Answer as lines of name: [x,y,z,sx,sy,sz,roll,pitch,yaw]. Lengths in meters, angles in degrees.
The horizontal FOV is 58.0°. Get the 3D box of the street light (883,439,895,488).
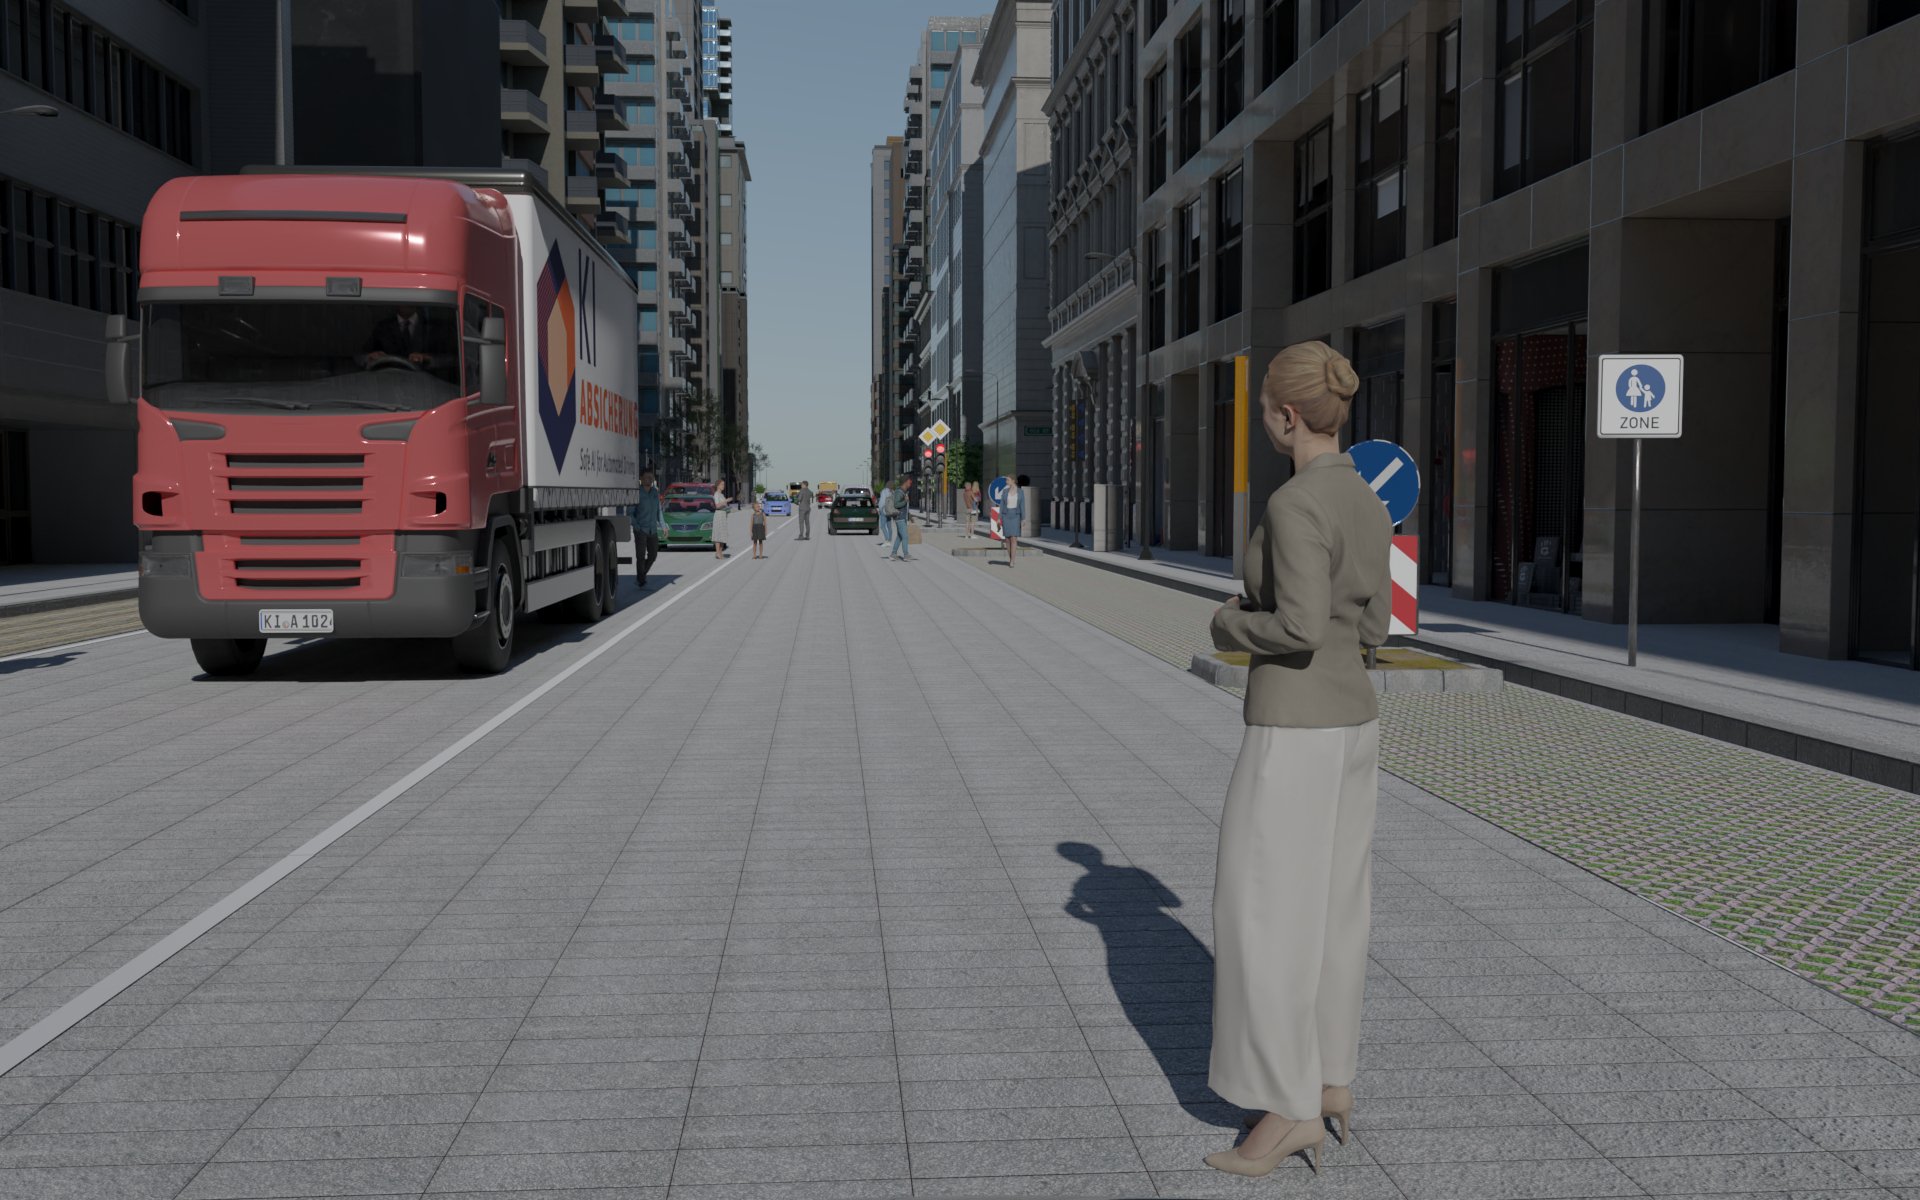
street light: [-5.575,-10.678,147.130,1.470,5.913,1.316,0,4,-4]

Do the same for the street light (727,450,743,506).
street light: [-23.554,-12.696,180.115,1.470,5.913,1.316,0,4,-4]

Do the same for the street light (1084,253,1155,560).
street light: [3.090,-3.731,33.538,1.470,5.913,1.316,0,4,-4]

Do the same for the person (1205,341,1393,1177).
person: [0.726,0.321,3.801,0.362,1.759,0.519,2,4,35]

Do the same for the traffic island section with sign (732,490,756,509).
traffic island section with sign: [-21.424,-9.911,170.673,1.989,1.847,2.006,0,4,-4]

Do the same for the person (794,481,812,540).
person: [-4.889,-2.774,53.656,0.447,1.846,0.655,2,4,35]

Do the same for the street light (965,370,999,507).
street light: [0.865,-5.650,64.924,1.470,5.913,1.316,0,4,-4]

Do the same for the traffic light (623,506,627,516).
traffic light: [-13.890,-5.070,71.814,0.839,4.253,0.868,0,4,-4]

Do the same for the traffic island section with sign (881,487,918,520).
traffic island section with sign: [-3.368,-5.315,95.531,1.989,1.847,2.006,0,4,-4]

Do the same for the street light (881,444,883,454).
street light: [-6.652,-11.519,160.882,1.470,5.913,1.316,0,4,-4]

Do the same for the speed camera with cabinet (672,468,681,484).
speed camera with cabinet: [-21.170,-8.477,132.940,0.660,3.252,2.038,3,5,42]

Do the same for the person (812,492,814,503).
person: [-23.178,-16.154,272.761,0.705,1.807,1.348,1,4,9]

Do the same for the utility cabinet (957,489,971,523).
utility cabinet: [0.223,-4.046,74.830,0.318,1.500,1.173,-1,4,-21]

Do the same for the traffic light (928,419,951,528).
traffic light: [-0.762,-4.642,64.814,0.839,4.253,0.868,0,4,-4]

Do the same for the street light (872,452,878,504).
street light: [-8.923,-13.471,192.789,1.470,5.913,1.316,0,4,-4]

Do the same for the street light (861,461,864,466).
street light: [-12.892,-16.590,243.779,1.470,5.913,1.316,0,4,-4]

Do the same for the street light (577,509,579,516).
street light: [-15.475,-6.113,72.487,1.470,5.913,1.316,0,4,-4]

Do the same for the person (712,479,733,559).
person: [-5.192,-1.774,38.068,0.524,1.755,0.480,1,4,9]

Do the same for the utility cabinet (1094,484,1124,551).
utility cabinet: [3.348,-1.842,38.795,0.318,1.500,1.173,2,4,24]

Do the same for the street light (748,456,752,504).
street light: [-26.051,-14.614,211.480,1.470,5.913,1.316,0,4,-4]

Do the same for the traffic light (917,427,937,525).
traffic light: [-1.366,-5.129,72.776,0.839,4.253,0.868,0,4,-4]

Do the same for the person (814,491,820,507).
person: [-16.129,-11.606,198.393,1.348,1.807,0.705,-1,4,-17]

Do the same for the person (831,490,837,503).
person: [-10.556,-8.366,145.629,0.623,1.781,0.721,-1,4,-11]

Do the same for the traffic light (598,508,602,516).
traffic light: [-13.286,-4.583,63.851,0.839,4.253,0.868,0,4,-4]

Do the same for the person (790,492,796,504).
person: [-25.243,-15.426,261.427,1.217,1.735,0.721,2,4,34]

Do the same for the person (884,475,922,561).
person: [-1.192,-1.730,36.775,0.713,1.824,0.794,2,4,27]

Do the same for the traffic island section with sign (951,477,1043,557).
traffic island section with sign: [0.824,-1.935,40.272,1.989,1.847,2.006,0,4,-4]

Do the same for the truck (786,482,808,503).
truck: [-26.786,-17.722,285.669,3.469,3.379,9.791,0,4,-4]

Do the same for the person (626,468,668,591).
person: [-4.710,-1.058,25.824,0.620,1.820,0.660,2,4,34]

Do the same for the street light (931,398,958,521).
street light: [-0.697,-6.810,83.883,1.470,5.913,1.316,0,4,-4]

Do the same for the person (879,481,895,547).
person: [-1.980,-2.355,47.277,0.793,1.790,0.793,0,4,3]

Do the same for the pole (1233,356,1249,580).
pole: [4.178,-1.952,25.753,0.158,3.312,0.155,0,3,0]

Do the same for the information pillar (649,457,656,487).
information pillar: [-19.373,-7.203,109.117,0.504,3.616,0.183,2,4,25]

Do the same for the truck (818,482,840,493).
truck: [-20.349,-16.613,267.548,3.469,3.379,9.791,0,4,-3]

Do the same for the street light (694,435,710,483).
street light: [-20.211,-9.972,135.583,1.470,5.913,1.316,0,4,-4]

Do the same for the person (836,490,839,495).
person: [-13.649,-11.220,191.585,1.348,1.869,0.705,0,4,4]

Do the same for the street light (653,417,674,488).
street light: [-17.863,-8.041,104.015,1.470,5.913,1.316,0,4,-4]

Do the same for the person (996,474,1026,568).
person: [1.029,-1.542,33.734,0.581,1.822,0.654,1,4,21]

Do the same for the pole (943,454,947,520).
pole: [-0.766,-5.717,87.310,0.158,3.312,0.155,0,3,0]

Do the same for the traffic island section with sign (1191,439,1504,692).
traffic island section with sign: [2.860,-0.290,13.363,1.989,1.847,2.006,0,4,-4]

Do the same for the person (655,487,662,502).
person: [-15.837,-5.026,90.852,0.590,1.801,0.661,0,4,2]

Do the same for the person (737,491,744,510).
person: [-19.329,-8.750,152.284,0.721,1.735,1.217,-2,4,-34]

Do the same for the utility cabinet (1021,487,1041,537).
utility cabinet: [2.134,-2.623,51.557,0.318,1.500,1.173,1,4,18]

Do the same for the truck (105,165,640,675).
truck: [-5.052,-1.726,17.141,2.839,4.237,11.283,0,4,-4]

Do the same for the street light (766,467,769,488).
street light: [-32.242,-19.637,293.601,1.470,5.913,1.316,0,4,-4]

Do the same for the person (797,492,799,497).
person: [-22.080,-13.859,236.016,0.541,1.710,0.530,-3,5,-44]

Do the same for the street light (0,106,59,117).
street light: [-11.479,-2.954,20.836,1.470,5.913,1.316,0,4,-4]

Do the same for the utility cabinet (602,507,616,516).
utility cabinet: [-16.237,-4.217,80.110,0.306,1.237,1.020,1,4,10]

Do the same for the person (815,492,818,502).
person: [-24.942,-17.943,302.388,0.721,1.766,1.217,2,4,29]

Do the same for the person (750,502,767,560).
person: [-4.407,-1.512,37.887,0.362,1.253,0.373,0,4,-2]

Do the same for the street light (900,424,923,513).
street light: [-3.128,-8.753,115.650,1.470,5.913,1.316,0,4,-4]

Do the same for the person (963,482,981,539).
person: [0.390,-2.873,55.453,0.580,1.828,0.573,0,4,-1]

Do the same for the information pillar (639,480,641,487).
information pillar: [-17.210,-5.391,92.633,0.304,2.012,0.304,-1,4,-11]

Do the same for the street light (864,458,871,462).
street light: [-11.320,-15.390,224.162,1.470,5.913,1.316,0,4,-4]

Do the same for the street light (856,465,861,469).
street light: [-17.713,-20.460,307.061,1.470,5.913,1.316,0,4,-4]
